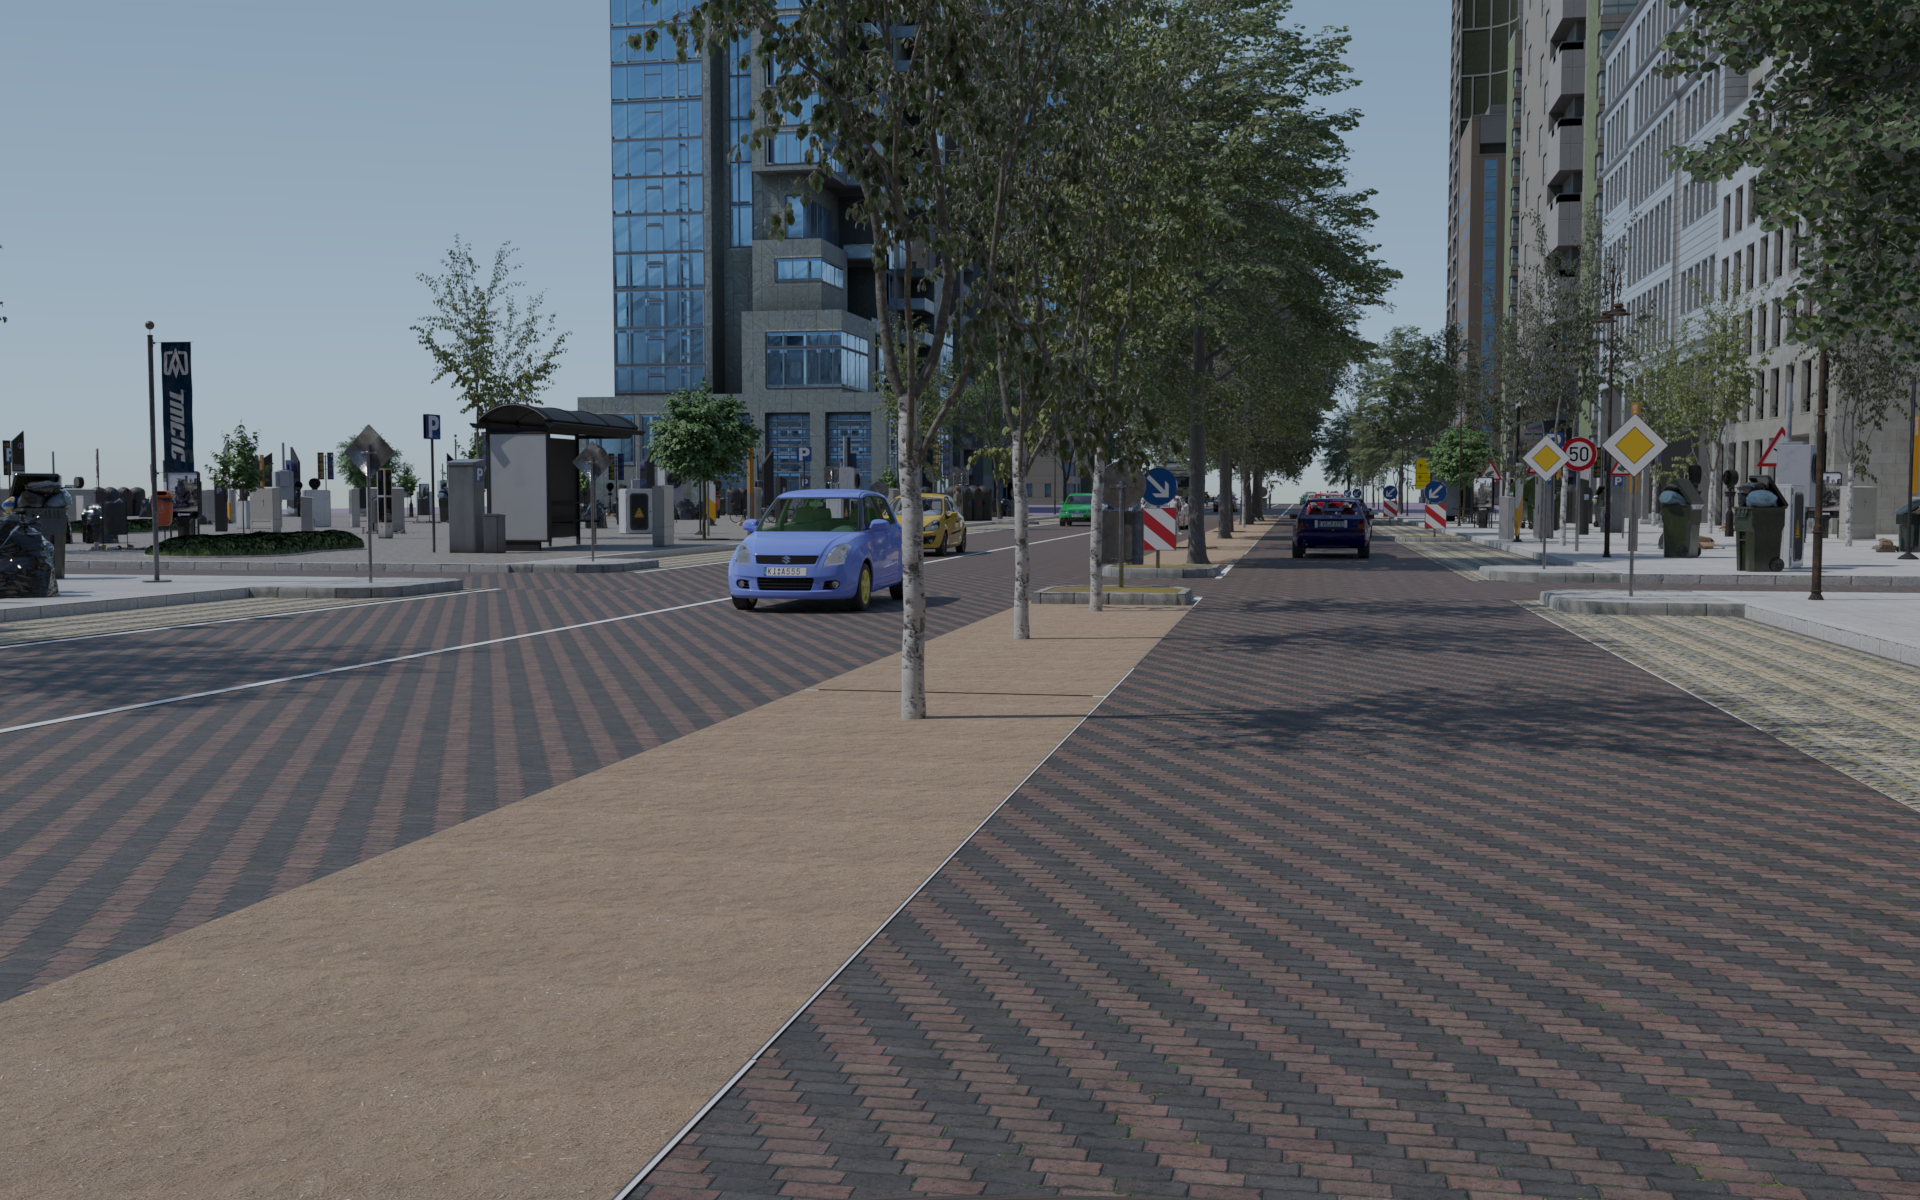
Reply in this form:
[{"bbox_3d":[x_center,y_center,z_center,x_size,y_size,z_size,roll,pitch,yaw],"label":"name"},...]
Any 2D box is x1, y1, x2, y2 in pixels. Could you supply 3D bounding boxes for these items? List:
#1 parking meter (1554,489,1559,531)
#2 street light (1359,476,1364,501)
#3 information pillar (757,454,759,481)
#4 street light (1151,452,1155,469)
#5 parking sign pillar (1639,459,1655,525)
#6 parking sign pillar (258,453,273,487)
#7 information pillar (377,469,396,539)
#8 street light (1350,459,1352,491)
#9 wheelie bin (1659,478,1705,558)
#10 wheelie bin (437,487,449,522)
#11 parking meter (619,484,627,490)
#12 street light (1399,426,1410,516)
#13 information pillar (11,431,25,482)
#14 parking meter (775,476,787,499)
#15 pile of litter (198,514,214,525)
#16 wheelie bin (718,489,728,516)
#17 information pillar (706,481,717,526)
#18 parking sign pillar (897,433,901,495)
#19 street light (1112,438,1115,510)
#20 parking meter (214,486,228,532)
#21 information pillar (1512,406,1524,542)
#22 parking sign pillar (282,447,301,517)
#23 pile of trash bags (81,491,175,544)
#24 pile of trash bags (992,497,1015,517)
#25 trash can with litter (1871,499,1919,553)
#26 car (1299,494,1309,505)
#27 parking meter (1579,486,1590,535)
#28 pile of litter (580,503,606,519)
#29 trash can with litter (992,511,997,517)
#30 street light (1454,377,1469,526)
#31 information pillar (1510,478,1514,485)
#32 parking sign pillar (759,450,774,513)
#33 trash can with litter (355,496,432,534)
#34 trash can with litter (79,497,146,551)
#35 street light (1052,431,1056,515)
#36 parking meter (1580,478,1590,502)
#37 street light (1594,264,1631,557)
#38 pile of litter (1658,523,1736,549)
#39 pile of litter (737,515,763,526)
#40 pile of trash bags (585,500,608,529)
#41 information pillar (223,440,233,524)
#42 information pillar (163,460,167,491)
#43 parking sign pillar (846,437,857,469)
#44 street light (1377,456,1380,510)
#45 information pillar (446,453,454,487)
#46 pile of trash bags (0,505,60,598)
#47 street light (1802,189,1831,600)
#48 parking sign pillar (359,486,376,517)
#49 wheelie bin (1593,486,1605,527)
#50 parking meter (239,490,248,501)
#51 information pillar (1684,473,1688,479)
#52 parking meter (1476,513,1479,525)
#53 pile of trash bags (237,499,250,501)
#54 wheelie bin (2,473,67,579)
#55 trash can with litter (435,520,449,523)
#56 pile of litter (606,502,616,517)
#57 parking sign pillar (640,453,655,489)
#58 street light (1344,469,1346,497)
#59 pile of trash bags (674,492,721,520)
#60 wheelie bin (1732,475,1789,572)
[{"bbox_3d":[20.731,-3.191,60.583,0.372,1.533,0.369,0,3,0],"label":"parking meter"},{"bbox_3d":[44.123,-13.348,191.031,0.468,5.910,1.993,1,4,11],"label":"street light"},{"bbox_3d":[-11.915,-6.773,102.085,0.183,3.616,0.504,-1,4,-9],"label":"information pillar"},{"bbox_3d":[19.562,-12.472,176.712,0.468,5.910,1.993,1,4,11],"label":"street light"},{"bbox_3d":[29.571,-5.187,73.283,1.447,3.967,1.447,3,4,38],"label":"parking sign pillar"},{"bbox_3d":[-44.880,-7.519,111.406,1.447,3.967,1.447,-1,4,-19],"label":"parking sign pillar"},{"bbox_3d":[-16.573,-2.778,49.914,0.304,2.012,0.304,2,4,26],"label":"information pillar"},{"bbox_3d":[50.891,-15.441,225.239,0.468,5.910,1.993,1,4,11],"label":"street light"},{"bbox_3d":[14.498,-1.649,34.861,0.980,1.594,0.693,-3,5,-44],"label":"wheelie bin"},{"bbox_3d":[-23.544,-4.370,79.354,0.693,1.594,0.980,0,4,1],"label":"wheelie bin"},{"bbox_3d":[-18.951,-5.614,97.497,0.399,1.863,0.255,1,4,21],"label":"parking meter"},{"bbox_3d":[27.857,-8.338,109.112,0.468,5.910,1.993,1,4,11],"label":"street light"},{"bbox_3d":[-34.677,-4.433,63.832,0.183,3.616,0.504,2,4,29],"label":"information pillar"},{"bbox_3d":[-5.938,-3.170,57.546,0.255,1.863,0.399,2,4,26],"label":"parking meter"},{"bbox_3d":[-32.150,-3.583,72.546,1.719,0.858,1.176,0,4,-1],"label":"pile of litter"},{"bbox_3d":[-14.288,-5.815,102.988,0.980,1.594,0.693,0,4,-2],"label":"wheelie bin"},{"bbox_3d":[-10.077,-4.798,69.806,0.504,3.616,0.183,1,4,11],"label":"information pillar"},{"bbox_3d":[-2.401,-5.412,76.954,1.447,3.967,1.447,1,4,16],"label":"parking sign pillar"},{"bbox_3d":[12.579,-10.355,142.096,0.468,5.910,1.993,1,4,11],"label":"street light"},{"bbox_3d":[-25.148,-3.257,58.964,0.399,1.863,0.255,0,4,-3],"label":"parking meter"},{"bbox_3d":[14.933,-3.356,46.224,0.183,3.616,0.504,2,4,32],"label":"information pillar"},{"bbox_3d":[-37.846,-6.719,98.330,1.447,3.967,1.447,-3,4,-38],"label":"parking sign pillar"},{"bbox_3d":[-22.397,-2.177,45.348,3.447,1.369,1.912,-1,4,-15],"label":"pile of trash bags"},{"bbox_3d":[1.553,-5.385,97.789,3.447,1.369,1.912,-1,4,-9],"label":"pile of trash bags"},{"bbox_3d":[20.654,-1.628,37.997,1.055,1.170,0.624,0,4,-1],"label":"trash can with litter"},{"bbox_3d":[44.880,-12.974,223.925,2.131,1.459,4.920,1,4,13],"label":"car"},{"bbox_3d":[19.582,-2.815,54.435,0.372,1.533,0.369,0,3,0],"label":"parking meter"},{"bbox_3d":[-17.951,-4.259,83.605,1.176,0.858,1.719,-1,4,-21],"label":"pile of litter"},{"bbox_3d":[1.585,-5.166,95.859,1.055,1.170,0.624,-1,4,-21],"label":"trash can with litter"},{"bbox_3d":[19.842,-5.864,68.662,0.468,5.910,1.993,1,4,11],"label":"street light"},{"bbox_3d":[25.253,-4.556,78.987,0.304,2.012,0.304,-2,4,-28],"label":"information pillar"},{"bbox_3d":[-11.716,-7.100,104.555,1.447,3.967,1.447,1,4,21],"label":"parking sign pillar"},{"bbox_3d":[-18.478,-2.732,55.732,2.233,1.210,1.678,2,4,26],"label":"trash can with litter"},{"bbox_3d":[-18.979,-1.757,39.778,2.233,1.210,1.678,-2,4,-25],"label":"trash can with litter"},{"bbox_3d":[5.953,-8.299,108.477,0.468,5.910,1.993,1,4,11],"label":"street light"},{"bbox_3d":[22.381,-3.451,62.128,0.399,1.863,0.255,1,4,11],"label":"parking meter"},{"bbox_3d":[13.116,-3.802,34.948,0.468,5.910,1.993,1,4,11],"label":"street light"},{"bbox_3d":[17.061,-1.617,40.401,1.719,0.858,1.176,0,4,-2],"label":"pile of litter"},{"bbox_3d":[-8.429,-3.395,69.474,1.176,0.858,1.719,1,4,18],"label":"pile of litter"},{"bbox_3d":[-14.854,-3.376,64.958,3.447,1.369,1.912,0,4,2],"label":"pile of trash bags"},{"bbox_3d":[-31.720,-5.114,74.975,0.504,3.616,0.183,3,5,43],"label":"information pillar"},{"bbox_3d":[-54.418,-7.792,118.757,0.504,3.616,0.183,1,4,16],"label":"information pillar"},{"bbox_3d":[-5.214,-5.757,82.607,1.447,3.967,1.447,0,4,-7],"label":"parking sign pillar"},{"bbox_3d":[34.525,-10.391,142.678,0.468,5.910,1.993,1,4,11],"label":"street light"},{"bbox_3d":[-28.897,-6.540,98.278,0.183,3.616,0.504,3,5,39],"label":"information pillar"},{"bbox_3d":[-13.120,-0.727,21.635,3.447,1.369,1.912,-1,4,-19],"label":"pile of trash bags"},{"bbox_3d":[10.378,-2.938,20.818,0.468,5.910,1.993,1,4,11],"label":"street light"},{"bbox_3d":[-33.566,-6.722,98.371,1.447,3.967,1.447,-1,4,-9],"label":"parking sign pillar"},{"bbox_3d":[24.920,-3.603,66.812,0.980,1.594,0.693,-1,4,-16],"label":"wheelie bin"},{"bbox_3d":[-38.069,-5.281,92.062,0.255,1.863,0.399,2,4,25],"label":"parking meter"},{"bbox_3d":[25.735,-3.461,61.077,0.304,2.012,0.304,0,4,-4],"label":"information pillar"},{"bbox_3d":[21.453,-4.003,71.159,0.399,1.863,0.255,-1,4,-20],"label":"parking meter"},{"bbox_3d":[-41.330,-5.562,100.686,3.447,1.369,1.912,-2,4,-30],"label":"pile of trash bags"},{"bbox_3d":[-13.894,-1.118,26.181,0.693,1.594,0.980,3,5,39],"label":"wheelie bin"},{"bbox_3d":[-23.148,-3.978,76.098,2.233,1.210,1.678,-2,4,-28],"label":"trash can with litter"},{"bbox_3d":[-19.700,-5.209,99.138,1.719,0.858,1.176,0,4,-4],"label":"pile of litter"},{"bbox_3d":[-17.443,-6.616,96.648,1.447,3.967,1.447,1,4,9],"label":"parking sign pillar"},{"bbox_3d":[57.521,-17.509,259.062,0.468,5.910,1.993,1,4,11],"label":"street light"},{"bbox_3d":[-13.256,-4.712,86.787,1.912,1.369,3.447,2,4,35],"label":"pile of trash bags"},{"bbox_3d":[13.221,-1.268,28.645,0.693,1.594,0.980,0,4,-3],"label":"wheelie bin"}]
